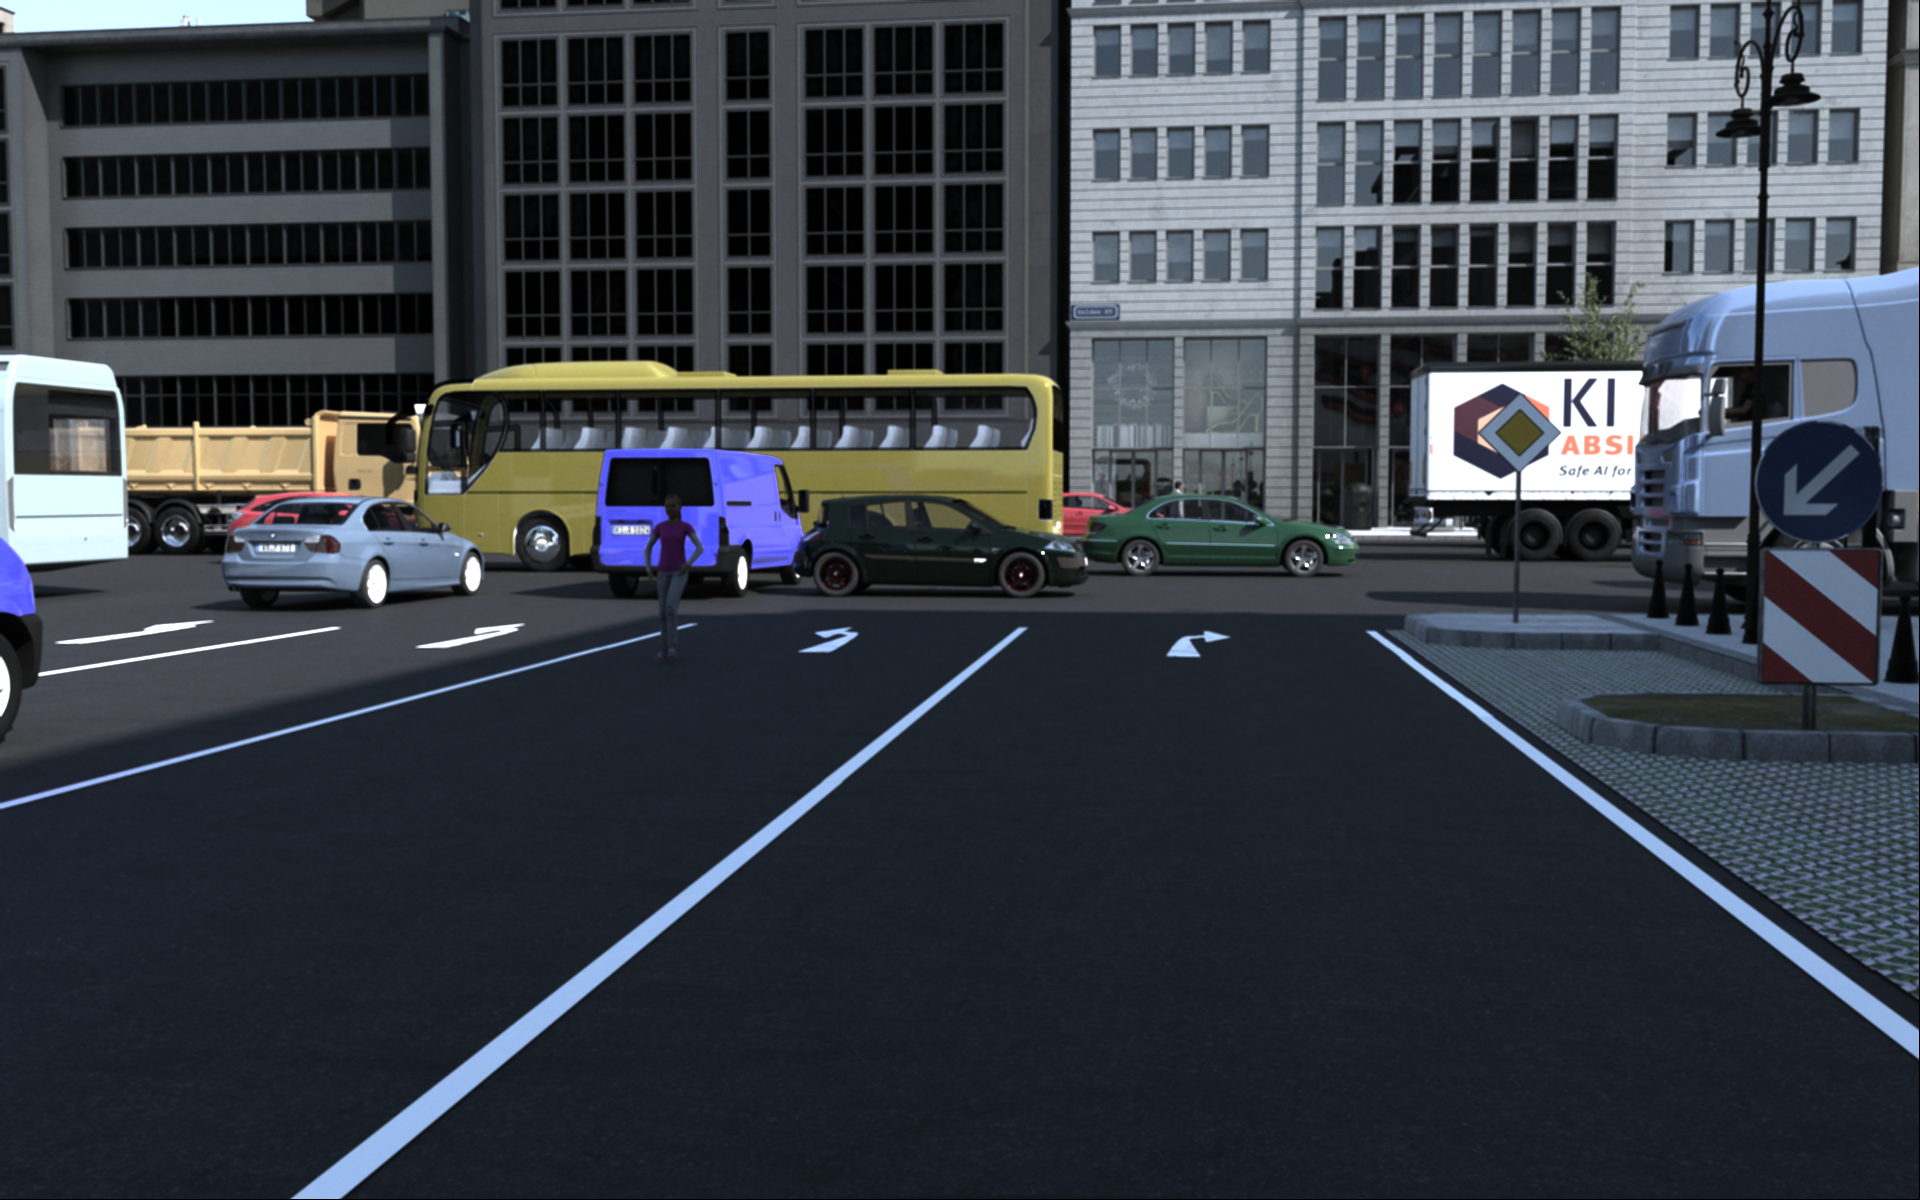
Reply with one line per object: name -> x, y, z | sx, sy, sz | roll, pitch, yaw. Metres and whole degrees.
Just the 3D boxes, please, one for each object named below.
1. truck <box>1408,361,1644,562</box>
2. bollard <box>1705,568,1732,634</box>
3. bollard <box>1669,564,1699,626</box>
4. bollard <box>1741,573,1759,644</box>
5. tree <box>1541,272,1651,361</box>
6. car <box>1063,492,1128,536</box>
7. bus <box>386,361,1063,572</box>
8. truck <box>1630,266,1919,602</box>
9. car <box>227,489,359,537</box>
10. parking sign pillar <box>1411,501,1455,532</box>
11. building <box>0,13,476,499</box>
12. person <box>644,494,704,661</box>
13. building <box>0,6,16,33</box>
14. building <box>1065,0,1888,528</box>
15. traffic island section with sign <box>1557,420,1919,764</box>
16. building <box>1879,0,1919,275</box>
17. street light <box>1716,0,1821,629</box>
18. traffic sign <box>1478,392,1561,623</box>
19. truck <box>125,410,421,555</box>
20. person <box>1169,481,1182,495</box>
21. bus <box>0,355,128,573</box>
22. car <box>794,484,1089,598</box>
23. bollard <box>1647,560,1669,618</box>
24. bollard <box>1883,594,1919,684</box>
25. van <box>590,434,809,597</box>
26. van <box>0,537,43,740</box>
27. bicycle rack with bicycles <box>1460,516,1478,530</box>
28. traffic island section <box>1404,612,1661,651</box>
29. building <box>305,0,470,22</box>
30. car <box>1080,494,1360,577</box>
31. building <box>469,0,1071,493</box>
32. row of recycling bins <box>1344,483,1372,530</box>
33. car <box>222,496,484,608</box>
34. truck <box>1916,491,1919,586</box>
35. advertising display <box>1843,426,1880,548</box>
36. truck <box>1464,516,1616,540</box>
truck -> 15.612, -2.970, 37.477 | 11.283, 4.237, 2.839 | 0, 4, 6
bollard -> 6.978, 0.008, 15.913 | 0.229, 0.601, 0.229 | 0, 3, 0
bollard -> 7.119, -0.055, 16.941 | 0.229, 0.601, 0.229 | 0, 3, 0
bollard -> 6.845, 0.071, 14.876 | 0.229, 0.601, 0.229 | 0, 3, 0
tree -> 21.152, -6.511, 56.824 | 4.737, 8.622, 4.395 | 0, 3, 0
car -> 3.969, -2.575, 51.143 | 4.494, 1.783, 2.155 | 1, 4, 9
bus -> -4.271, -2.493, 32.302 | 12.252, 3.916, 2.896 | 0, 4, 8
truck -> 17.233, -1.878, 20.464 | 18.799, 4.110, 2.967 | 0, 4, 8
car -> -12.779, -1.635, 35.771 | 4.494, 1.783, 2.155 | 0, 4, 7
parking sign pillar -> 16.030, -4.287, 58.565 | 1.447, 3.967, 1.447 | -3, 5, -40
building -> -33.889, -15.910, 79.195 | 30.058, 24.678, 14.314 | 0, 4, 8
person -> -2.478, -0.184, 14.739 | 0.726, 1.435, 0.776 | 0, 4, 6
building -> -65.560, -17.203, 85.777 | 34.151, 26.468, 19.350 | 0, 4, 8
building -> 19.551, -17.883, 69.885 | 29.804, 29.767, 11.434 | 0, 4, 8
traffic island section with sign -> 4.634, -0.093, 10.145 | 1.989, 1.847, 2.006 | 0, 4, 8
building -> 49.594, -14.415, 68.967 | 30.059, 22.955, 16.112 | 0, 4, 8
street light -> 7.549, -2.664, 16.343 | 0.468, 5.910, 1.993 | 0, 4, 8
traffic sign -> 5.545, -0.831, 17.228 | 0.795, 2.450, 0.064 | 0, 4, 8
truck -> -15.841, -2.778, 41.345 | 9.791, 3.379, 3.469 | 0, 4, 8
person -> 6.049, -2.428, 48.465 | 0.850, 1.792, 0.678 | -2, 4, -35
bus -> -18.792, -1.826, 24.719 | 13.247, 3.499, 2.948 | 0, 4, 8
car -> -0.269, -0.914, 24.725 | 4.222, 1.686, 2.009 | 0, 4, 7
bollard -> 7.249, -0.118, 17.965 | 0.229, 0.601, 0.229 | 0, 3, 0
bollard -> 6.441, 0.258, 11.818 | 0.229, 0.601, 0.229 | 0, 3, 0
van -> -3.700, -1.307, 25.759 | 2.240, 2.365, 5.245 | 0, 4, 8
van -> -6.604, -0.225, 8.064 | 2.240, 2.365, 5.245 | 0, 4, 7
bicycle rack with bicycles -> 19.165, -2.961, 61.792 | 2.852, 0.926, 2.925 | -1, 4, -15
traffic island section -> 5.570, 0.305, 17.302 | 2.009, 0.180, 2.903 | 0, 4, 8
building -> -36.393, -31.141, 132.859 | 21.300, 48.544, 21.600 | 0, 4, 8
car -> 4.609, -1.165, 30.850 | 4.920, 1.459, 2.131 | 0, 4, 8
building -> -7.279, -17.162, 74.102 | 24.014, 27.812, 14.314 | 0, 4, 8
row of recycling bins -> 14.581, -3.440, 63.352 | 1.069, 1.692, 3.534 | 1, 4, 11
car -> -7.963, -0.679, 23.104 | 2.014, 1.417, 4.499 | 1, 4, 9
truck -> 17.923, -2.168, 24.358 | 11.283, 4.237, 2.839 | 0, 4, 6
advertising display -> 8.743, -0.710, 16.830 | 0.123, 1.923, 0.974 | 1, 4, 18
truck -> 18.447, -3.093, 46.502 | 9.791, 3.379, 3.469 | 0, 4, 8
